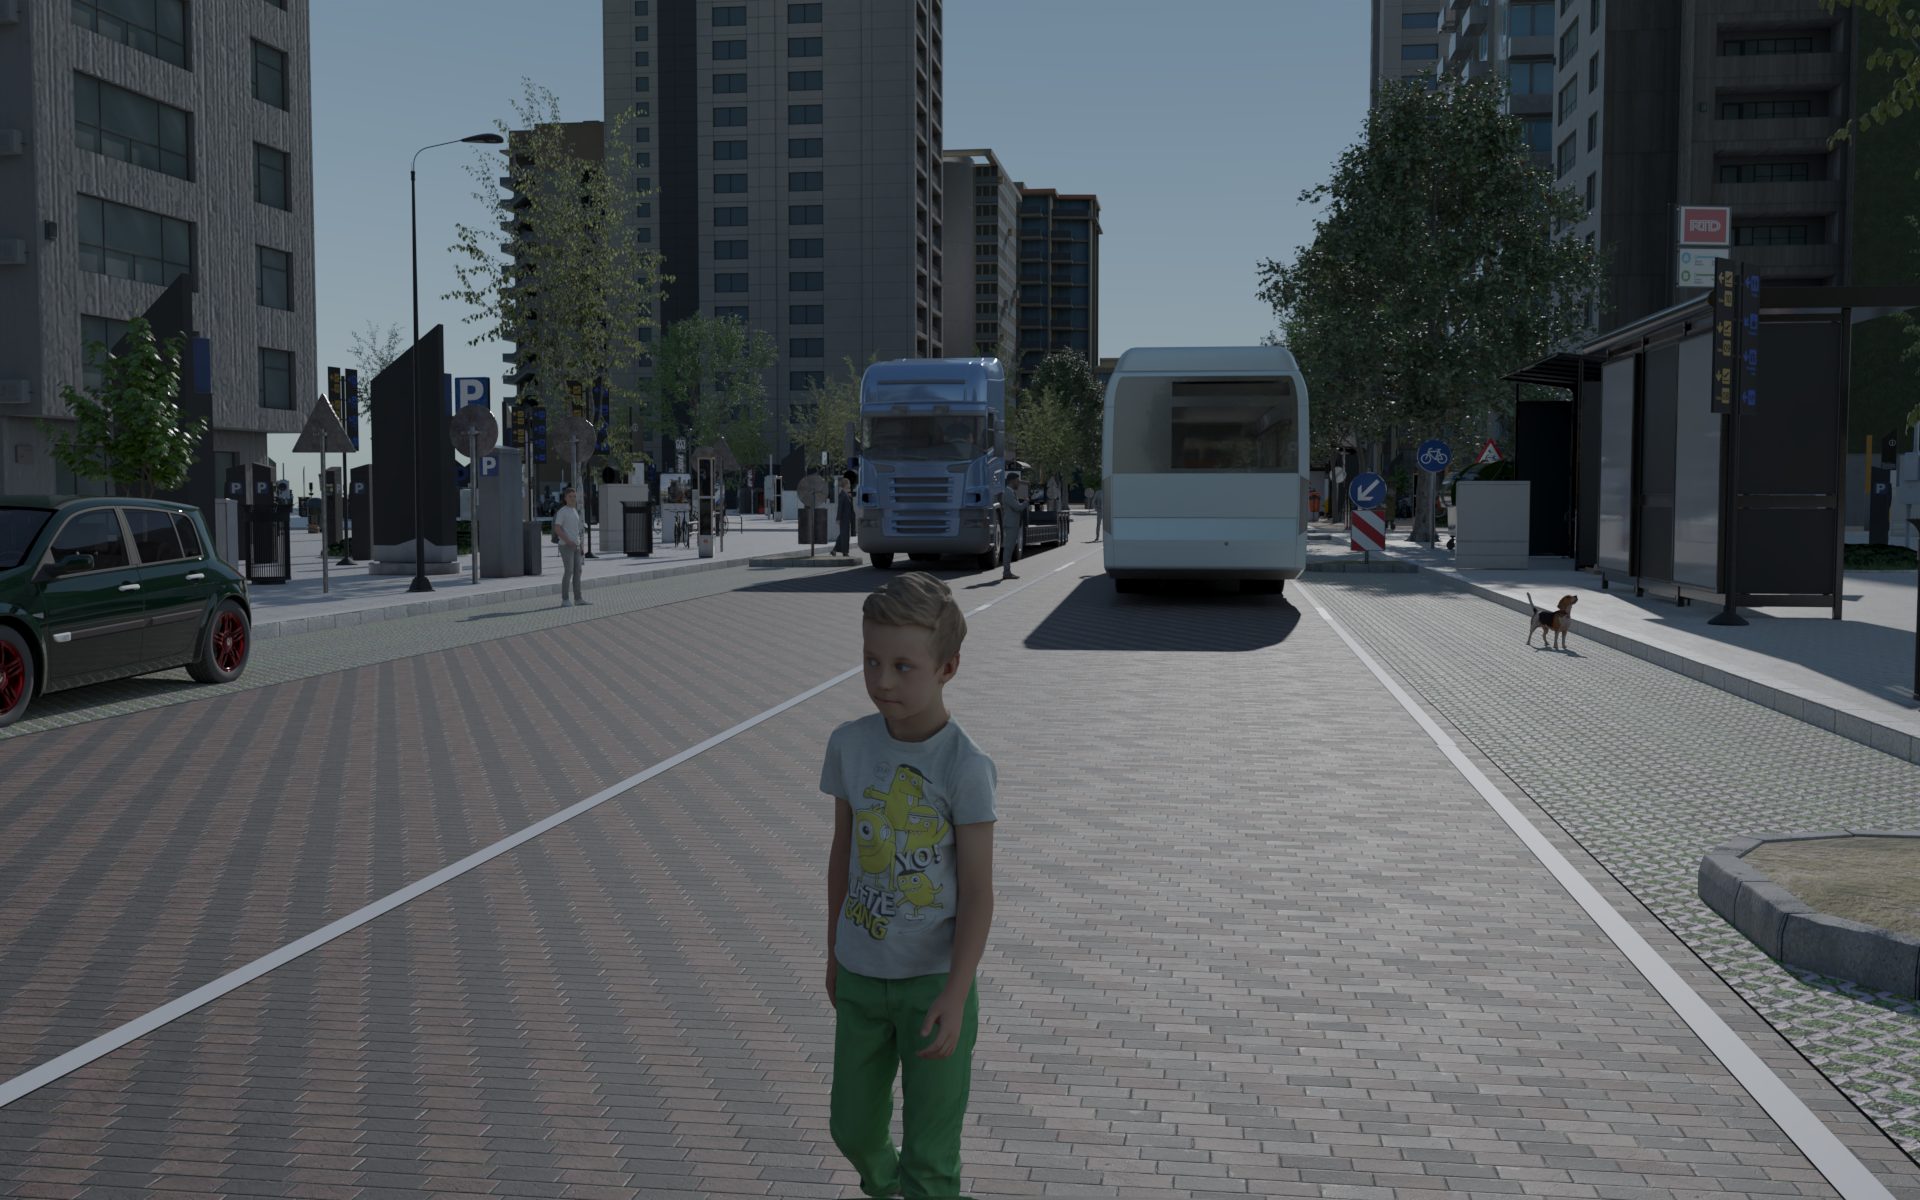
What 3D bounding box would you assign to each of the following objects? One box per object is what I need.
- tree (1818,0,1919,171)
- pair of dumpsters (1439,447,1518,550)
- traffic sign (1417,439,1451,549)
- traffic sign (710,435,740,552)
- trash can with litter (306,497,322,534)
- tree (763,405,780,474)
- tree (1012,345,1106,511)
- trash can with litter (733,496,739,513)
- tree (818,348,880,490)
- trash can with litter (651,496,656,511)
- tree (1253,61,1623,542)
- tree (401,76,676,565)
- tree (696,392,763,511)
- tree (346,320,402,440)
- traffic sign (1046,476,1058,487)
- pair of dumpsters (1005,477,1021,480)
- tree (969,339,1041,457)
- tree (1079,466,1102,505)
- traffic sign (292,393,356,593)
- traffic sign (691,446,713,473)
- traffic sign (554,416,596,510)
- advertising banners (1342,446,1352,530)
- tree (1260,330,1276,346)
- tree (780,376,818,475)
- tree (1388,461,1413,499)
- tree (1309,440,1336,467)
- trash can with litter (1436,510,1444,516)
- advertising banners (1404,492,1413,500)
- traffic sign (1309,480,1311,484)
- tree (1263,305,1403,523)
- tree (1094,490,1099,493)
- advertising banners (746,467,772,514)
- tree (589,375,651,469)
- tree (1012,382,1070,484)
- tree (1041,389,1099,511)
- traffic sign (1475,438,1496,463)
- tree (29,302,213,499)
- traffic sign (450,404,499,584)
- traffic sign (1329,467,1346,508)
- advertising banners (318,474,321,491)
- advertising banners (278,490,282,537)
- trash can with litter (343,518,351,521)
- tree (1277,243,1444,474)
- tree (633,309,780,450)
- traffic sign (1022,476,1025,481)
[{"bbox_3d":[7.377,-3.729,11.328,4.737,8.622,4.395,0,3,0],"label":"tree"},{"bbox_3d":[11.566,-2.161,37.823,1.574,2.255,4.437,0,4,8],"label":"pair of dumpsters"},{"bbox_3d":[11.031,-2.461,40.346,0.768,2.556,0.104,1,4,16],"label":"traffic sign"},{"bbox_3d":[-5.279,-2.342,38.290,0.884,2.594,0.081,1,4,16],"label":"traffic sign"},{"bbox_3d":[-21.038,-2.766,56.618,0.624,1.170,1.055,-1,4,-17],"label":"trash can with litter"},{"bbox_3d":[-15.885,-11.143,132.557,4.737,8.622,4.395,0,3,0],"label":"tree"},{"bbox_3d":[8.166,-13.254,133.713,9.611,12.733,9.660,0,3,0],"label":"tree"},{"bbox_3d":[-14.807,-6.641,119.634,2.233,1.210,1.678,-2,4,-26],"label":"trash can with litter"},{"bbox_3d":[-4.868,-8.438,88.316,4.360,8.622,3.978,0,3,0],"label":"tree"},{"bbox_3d":[-22.664,-7.025,126.239,1.055,1.170,0.624,0,4,7],"label":"trash can with litter"},{"bbox_3d":[12.507,-7.895,46.095,9.611,12.733,9.660,0,3,0],"label":"tree"},{"bbox_3d":[-6.893,-4.917,30.761,4.360,8.622,3.978,0,3,0],"label":"tree"},{"bbox_3d":[-17.440,-10.669,124.807,4.737,8.622,4.395,0,3,0],"label":"tree"},{"bbox_3d":[-24.009,-7.529,73.463,4.360,8.622,3.978,0,3,0],"label":"tree"},{"bbox_3d":[6.674,-7.680,125.577,0.884,2.594,0.081,1,4,18],"label":"traffic sign"},{"bbox_3d":[2.468,-5.325,89.550,1.574,2.255,4.437,1,4,8],"label":"pair of dumpsters"},{"bbox_3d":[1.392,-8.071,82.326,4.737,8.622,4.395,0,3,0],"label":"tree"},{"bbox_3d":[12.601,-10.846,161.044,4.285,4.588,4.351,0,3,0],"label":"tree"},{"bbox_3d":[-8.222,-1.369,22.382,0.884,2.594,0.081,1,4,9],"label":"traffic sign"},{"bbox_3d":[-6.760,-2.802,45.915,0.768,2.556,0.104,1,4,8],"label":"traffic sign"},{"bbox_3d":[-6.304,-1.725,28.314,0.768,2.556,0.104,1,4,16],"label":"traffic sign"},{"bbox_3d":[13.979,-4.060,62.572,0.090,3.025,2.074,0,4,5],"label":"advertising banners"},{"bbox_3d":[34.844,-21.190,202.344,12.611,20.169,13.585,0,3,0],"label":"tree"},{"bbox_3d":[-8.415,-9.403,104.096,4.360,8.622,3.978,0,3,0],"label":"tree"},{"bbox_3d":[25.530,-6.437,99.848,1.663,3.219,1.824,0,3,0],"label":"tree"},{"bbox_3d":[21.085,-9.547,106.455,4.737,8.622,4.395,0,3,0],"label":"tree"},{"bbox_3d":[28.117,-5.531,101.489,2.233,1.210,1.678,-1,4,-21],"label":"trash can with litter"},{"bbox_3d":[32.619,-7.843,124.422,2.074,3.025,0.090,-2,4,-30],"label":"advertising banners"},{"bbox_3d":[18.750,-5.788,94.645,0.884,2.594,0.081,1,4,10],"label":"traffic sign"},{"bbox_3d":[16.615,-8.674,76.228,8.767,10.594,7.601,1,4,12],"label":"tree"},{"bbox_3d":[12.863,-10.657,168.841,1.663,3.219,1.824,0,3,0],"label":"tree"},{"bbox_3d":[-12.622,-6.979,110.300,2.074,3.025,0.090,0,4,4],"label":"advertising banners"},{"bbox_3d":[-20.725,-9.531,106.199,4.737,8.622,4.395,0,3,0],"label":"tree"},{"bbox_3d":[5.205,-10.046,114.613,4.360,8.622,3.978,0,3,0],"label":"tree"},{"bbox_3d":[6.886,-10.422,120.765,4.737,8.622,4.395,0,3,0],"label":"tree"},{"bbox_3d":[12.281,-2.456,40.154,0.884,2.594,0.081,1,4,14],"label":"traffic sign"},{"bbox_3d":[-8.079,-1.389,17.309,1.663,3.219,1.824,0,3,0],"label":"tree"},{"bbox_3d":[-6.901,-1.496,24.574,0.768,2.556,0.104,1,4,15],"label":"traffic sign"},{"bbox_3d":[17.605,-4.933,80.760,0.768,2.556,0.104,1,4,13],"label":"traffic sign"},{"bbox_3d":[-53.950,-9.314,148.475,2.074,3.025,0.090,0,4,-3],"label":"advertising banners"},{"bbox_3d":[-21.086,-3.380,51.454,0.090,3.025,2.074,2,4,34],"label":"advertising banners"},{"bbox_3d":[-29.329,-4.356,82.276,2.233,1.210,1.678,0,4,4],"label":"trash can with litter"},{"bbox_3d":[15.919,-8.704,68.073,9.928,11.665,9.643,0,3,0],"label":"tree"},{"bbox_3d":[-14.136,-10.426,96.217,9.928,11.665,9.643,0,3,0],"label":"tree"},{"bbox_3d":[3.780,-6.630,108.411,0.884,2.594,0.081,1,4,17],"label":"traffic sign"}]
